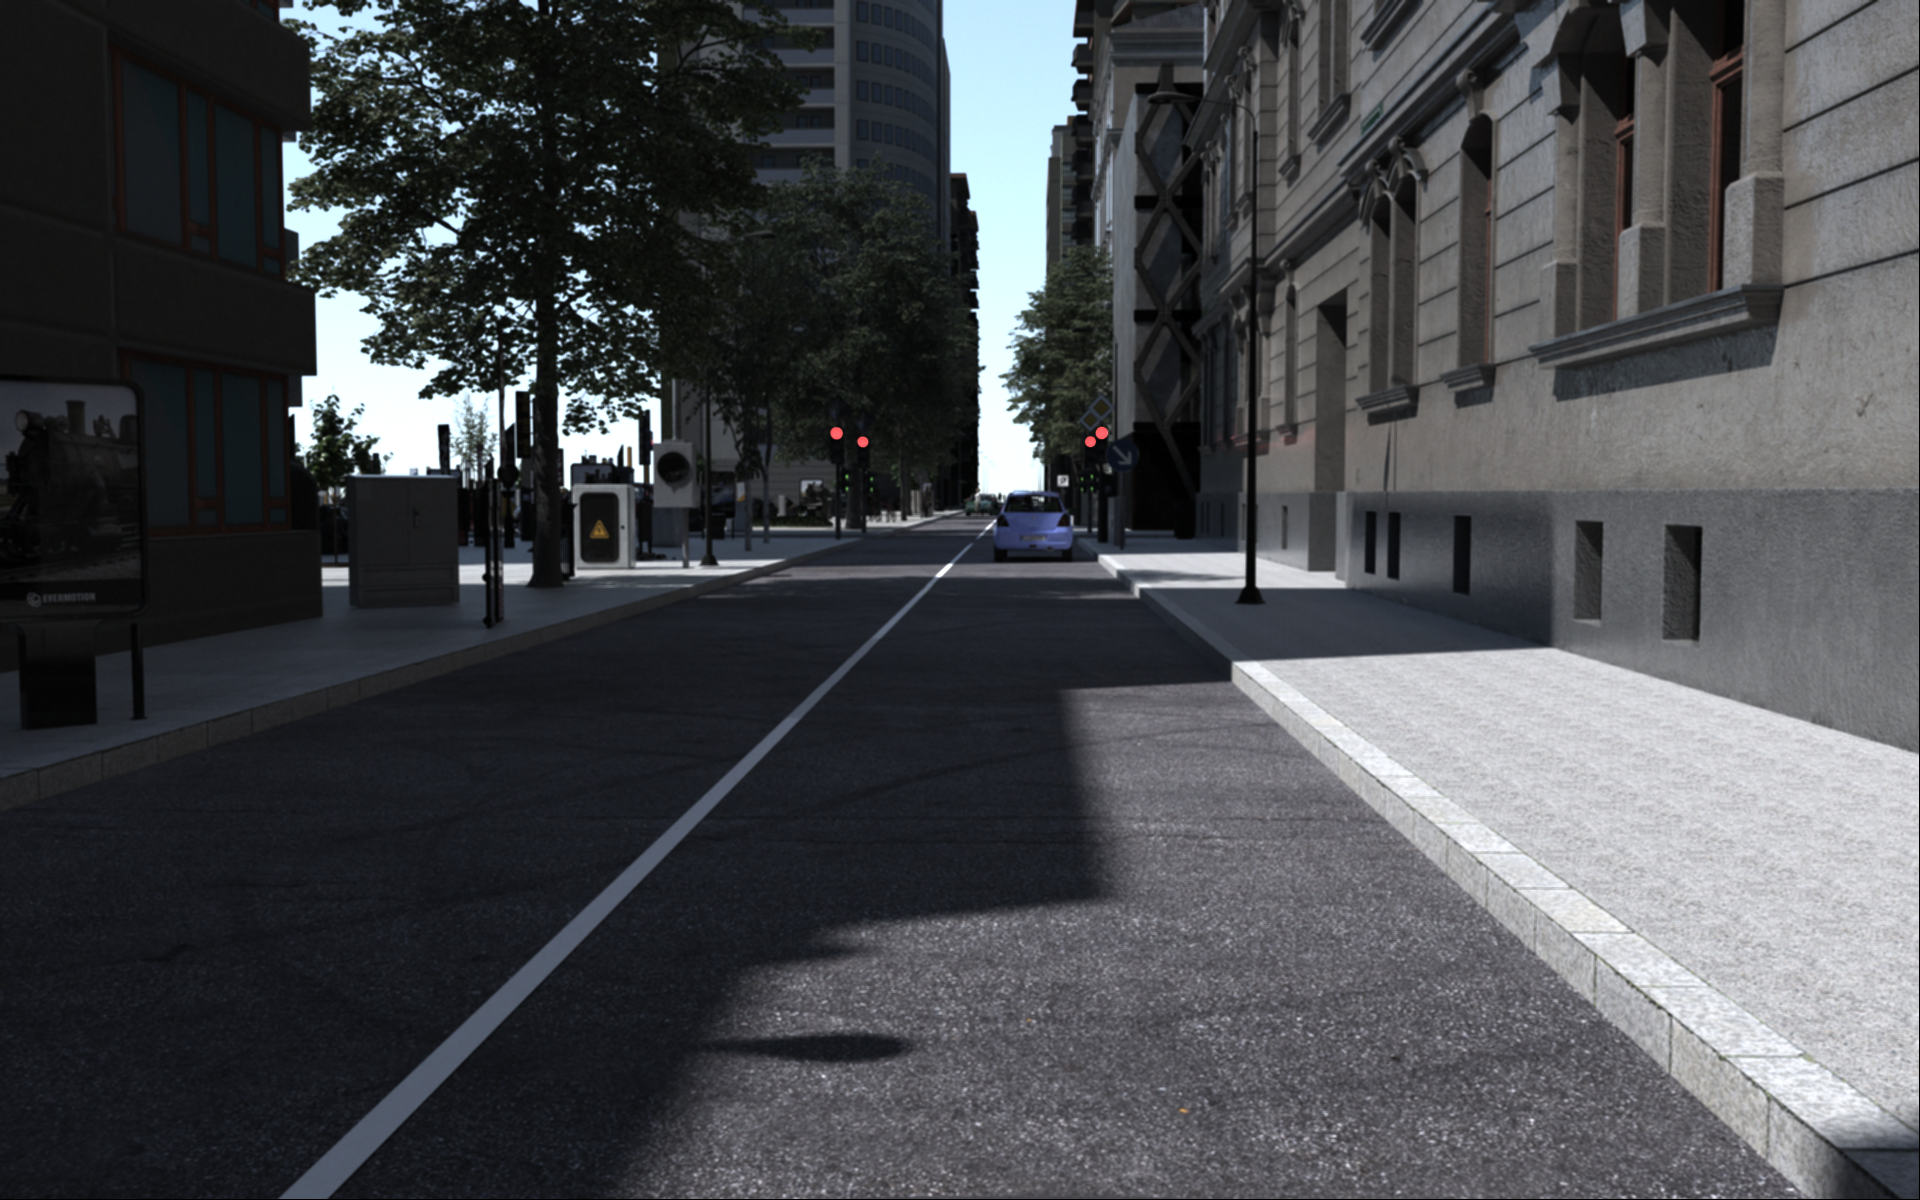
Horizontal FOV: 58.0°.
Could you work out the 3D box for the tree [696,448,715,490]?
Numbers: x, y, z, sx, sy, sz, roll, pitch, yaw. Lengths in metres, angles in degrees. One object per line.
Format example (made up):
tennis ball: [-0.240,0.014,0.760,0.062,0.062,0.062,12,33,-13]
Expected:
tree: [-16.670,-7.436,105.299,4.285,4.588,4.351,0,3,0]

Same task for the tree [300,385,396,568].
tree: [-11.061,-2.191,30.431,1.663,3.219,1.824,0,3,0]

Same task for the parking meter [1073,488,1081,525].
parking meter: [4.824,-3.829,71.016,0.372,1.533,0.369,0,3,0]

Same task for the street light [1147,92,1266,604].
street light: [2.869,-2.914,20.178,1.470,5.913,1.316,0,4,2]

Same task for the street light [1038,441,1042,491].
street light: [6.845,-9.696,131.075,1.470,5.913,1.316,0,4,2]

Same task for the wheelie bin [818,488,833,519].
wheelie bin: [-6.878,-4.864,87.427,0.693,1.594,0.980,1,4,22]

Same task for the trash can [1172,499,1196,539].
trash can: [6.384,-2.294,49.165,0.748,1.137,0.748,0,3,0]

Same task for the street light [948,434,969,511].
street light: [-0.225,-9.837,133.378,1.470,5.913,1.316,0,4,2]

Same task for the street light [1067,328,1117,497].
street light: [3.825,-4.647,48.519,1.470,5.913,1.316,0,4,2]

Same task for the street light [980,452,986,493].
street light: [1.848,-13.340,190.649,1.470,5.913,1.316,0,4,2]

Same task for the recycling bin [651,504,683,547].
recycling bin: [-7.156,-1.809,42.124,0.722,1.027,0.722,1,4,9]

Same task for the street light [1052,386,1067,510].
street light: [4.782,-6.217,74.197,1.470,5.913,1.316,0,4,2]

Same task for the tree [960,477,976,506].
tree: [1.020,-12.206,194.166,1.663,3.219,1.824,0,3,0]

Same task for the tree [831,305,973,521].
tree: [-3.025,-9.070,82.712,7.601,10.594,8.767,-1,4,-10]

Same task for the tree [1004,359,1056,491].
tree: [12.737,-22.108,217.352,12.611,20.169,13.585,0,3,0]

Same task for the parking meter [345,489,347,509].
parking meter: [-47.103,-7.801,133.250,0.255,1.863,0.399,3,5,44]

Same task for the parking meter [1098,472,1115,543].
parking meter: [3.860,-2.448,45.742,0.399,1.863,0.255,-2,4,-24]

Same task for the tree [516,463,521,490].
tree: [-25.098,-6.418,99.536,1.663,3.219,1.824,0,3,0]

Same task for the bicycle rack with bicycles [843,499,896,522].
bicycle rack with bicycles: [-4.241,-4.024,79.180,2.852,0.926,2.925,-1,4,-11]

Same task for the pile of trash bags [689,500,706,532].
pile of trash bags: [-10.516,-3.315,63.956,3.447,1.369,1.912,3,4,37]

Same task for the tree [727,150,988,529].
tree: [-3.995,-9.582,63.329,9.857,13.997,8.962,0,3,0]

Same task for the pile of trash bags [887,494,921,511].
pile of trash bags: [-3.911,-7.310,129.272,3.447,1.369,1.912,2,4,30]

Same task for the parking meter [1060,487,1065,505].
parking meter: [6.782,-6.601,113.629,0.399,1.863,0.255,-2,4,-31]

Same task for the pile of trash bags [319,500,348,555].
pile of trash bags: [-13.971,-1.658,36.865,1.912,1.369,3.447,3,5,40]

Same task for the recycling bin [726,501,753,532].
recycling bin: [-7.515,-2.837,58.941,0.722,1.027,0.722,-2,4,-27]

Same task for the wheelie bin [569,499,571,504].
wheelie bin: [-9.035,-2.090,42.081,0.980,1.594,0.693,0,4,-1]

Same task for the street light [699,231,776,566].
street light: [-3.951,-3.564,30.810,1.470,5.913,1.316,0,4,2]

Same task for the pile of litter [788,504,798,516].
pile of litter: [-7.667,-3.854,76.972,1.176,0.858,1.719,1,4,10]

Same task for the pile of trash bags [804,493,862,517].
pile of trash bags: [-7.170,-5.398,98.007,3.447,1.369,1.912,0,4,4]

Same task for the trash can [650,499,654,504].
trash can: [-8.629,-2.322,49.615,0.748,1.137,0.748,0,3,0]

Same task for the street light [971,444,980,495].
street light: [0.862,-11.573,161.751,1.470,5.913,1.316,0,4,2]

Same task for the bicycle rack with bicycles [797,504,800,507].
bicycle rack with bicycles: [-9.255,-6.150,113.936,2.852,0.926,2.925,3,5,42]

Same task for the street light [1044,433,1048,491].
street light: [5.768,-7.973,102.892,1.470,5.913,1.316,0,4,2]

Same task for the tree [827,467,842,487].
tree: [-8.342,-7.878,123.412,1.663,3.219,1.824,0,3,0]

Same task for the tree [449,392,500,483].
tree: [-34.324,-10.530,122.531,4.737,8.622,4.395,0,3,0]

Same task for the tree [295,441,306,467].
tree: [-35.231,-6.452,89.209,4.285,4.588,4.351,0,3,0]

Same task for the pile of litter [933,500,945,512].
pile of litter: [-1.836,-6.903,126.830,1.719,0.858,1.176,-2,4,-24]

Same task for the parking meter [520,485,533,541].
parking meter: [-11.829,-2.381,47.345,0.372,1.533,0.369,0,3,0]

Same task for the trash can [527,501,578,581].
trash can: [-6.031,-0.858,25.687,0.748,1.137,0.748,0,3,0]

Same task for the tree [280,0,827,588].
tree: [-5.737,-6.475,23.989,7.486,12.596,7.792,0,3,0]

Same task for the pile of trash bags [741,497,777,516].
pile of trash bags: [-12.478,-5.576,100.919,3.447,1.369,1.912,-2,4,-33]

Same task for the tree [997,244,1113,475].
tree: [5.415,-9.870,79.510,7.486,12.596,7.792,0,3,0]

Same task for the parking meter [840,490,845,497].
parking meter: [-6.331,-5.153,92.667,0.372,1.533,0.369,0,3,0]

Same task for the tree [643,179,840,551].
tree: [-5.003,-5.416,38.907,4.360,8.622,3.978,0,3,0]

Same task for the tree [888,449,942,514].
tree: [-2.878,-7.799,111.227,4.285,4.588,4.351,0,3,0]

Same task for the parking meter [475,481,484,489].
parking meter: [-21.574,-4.416,77.911,0.399,1.863,0.255,1,4,17]
